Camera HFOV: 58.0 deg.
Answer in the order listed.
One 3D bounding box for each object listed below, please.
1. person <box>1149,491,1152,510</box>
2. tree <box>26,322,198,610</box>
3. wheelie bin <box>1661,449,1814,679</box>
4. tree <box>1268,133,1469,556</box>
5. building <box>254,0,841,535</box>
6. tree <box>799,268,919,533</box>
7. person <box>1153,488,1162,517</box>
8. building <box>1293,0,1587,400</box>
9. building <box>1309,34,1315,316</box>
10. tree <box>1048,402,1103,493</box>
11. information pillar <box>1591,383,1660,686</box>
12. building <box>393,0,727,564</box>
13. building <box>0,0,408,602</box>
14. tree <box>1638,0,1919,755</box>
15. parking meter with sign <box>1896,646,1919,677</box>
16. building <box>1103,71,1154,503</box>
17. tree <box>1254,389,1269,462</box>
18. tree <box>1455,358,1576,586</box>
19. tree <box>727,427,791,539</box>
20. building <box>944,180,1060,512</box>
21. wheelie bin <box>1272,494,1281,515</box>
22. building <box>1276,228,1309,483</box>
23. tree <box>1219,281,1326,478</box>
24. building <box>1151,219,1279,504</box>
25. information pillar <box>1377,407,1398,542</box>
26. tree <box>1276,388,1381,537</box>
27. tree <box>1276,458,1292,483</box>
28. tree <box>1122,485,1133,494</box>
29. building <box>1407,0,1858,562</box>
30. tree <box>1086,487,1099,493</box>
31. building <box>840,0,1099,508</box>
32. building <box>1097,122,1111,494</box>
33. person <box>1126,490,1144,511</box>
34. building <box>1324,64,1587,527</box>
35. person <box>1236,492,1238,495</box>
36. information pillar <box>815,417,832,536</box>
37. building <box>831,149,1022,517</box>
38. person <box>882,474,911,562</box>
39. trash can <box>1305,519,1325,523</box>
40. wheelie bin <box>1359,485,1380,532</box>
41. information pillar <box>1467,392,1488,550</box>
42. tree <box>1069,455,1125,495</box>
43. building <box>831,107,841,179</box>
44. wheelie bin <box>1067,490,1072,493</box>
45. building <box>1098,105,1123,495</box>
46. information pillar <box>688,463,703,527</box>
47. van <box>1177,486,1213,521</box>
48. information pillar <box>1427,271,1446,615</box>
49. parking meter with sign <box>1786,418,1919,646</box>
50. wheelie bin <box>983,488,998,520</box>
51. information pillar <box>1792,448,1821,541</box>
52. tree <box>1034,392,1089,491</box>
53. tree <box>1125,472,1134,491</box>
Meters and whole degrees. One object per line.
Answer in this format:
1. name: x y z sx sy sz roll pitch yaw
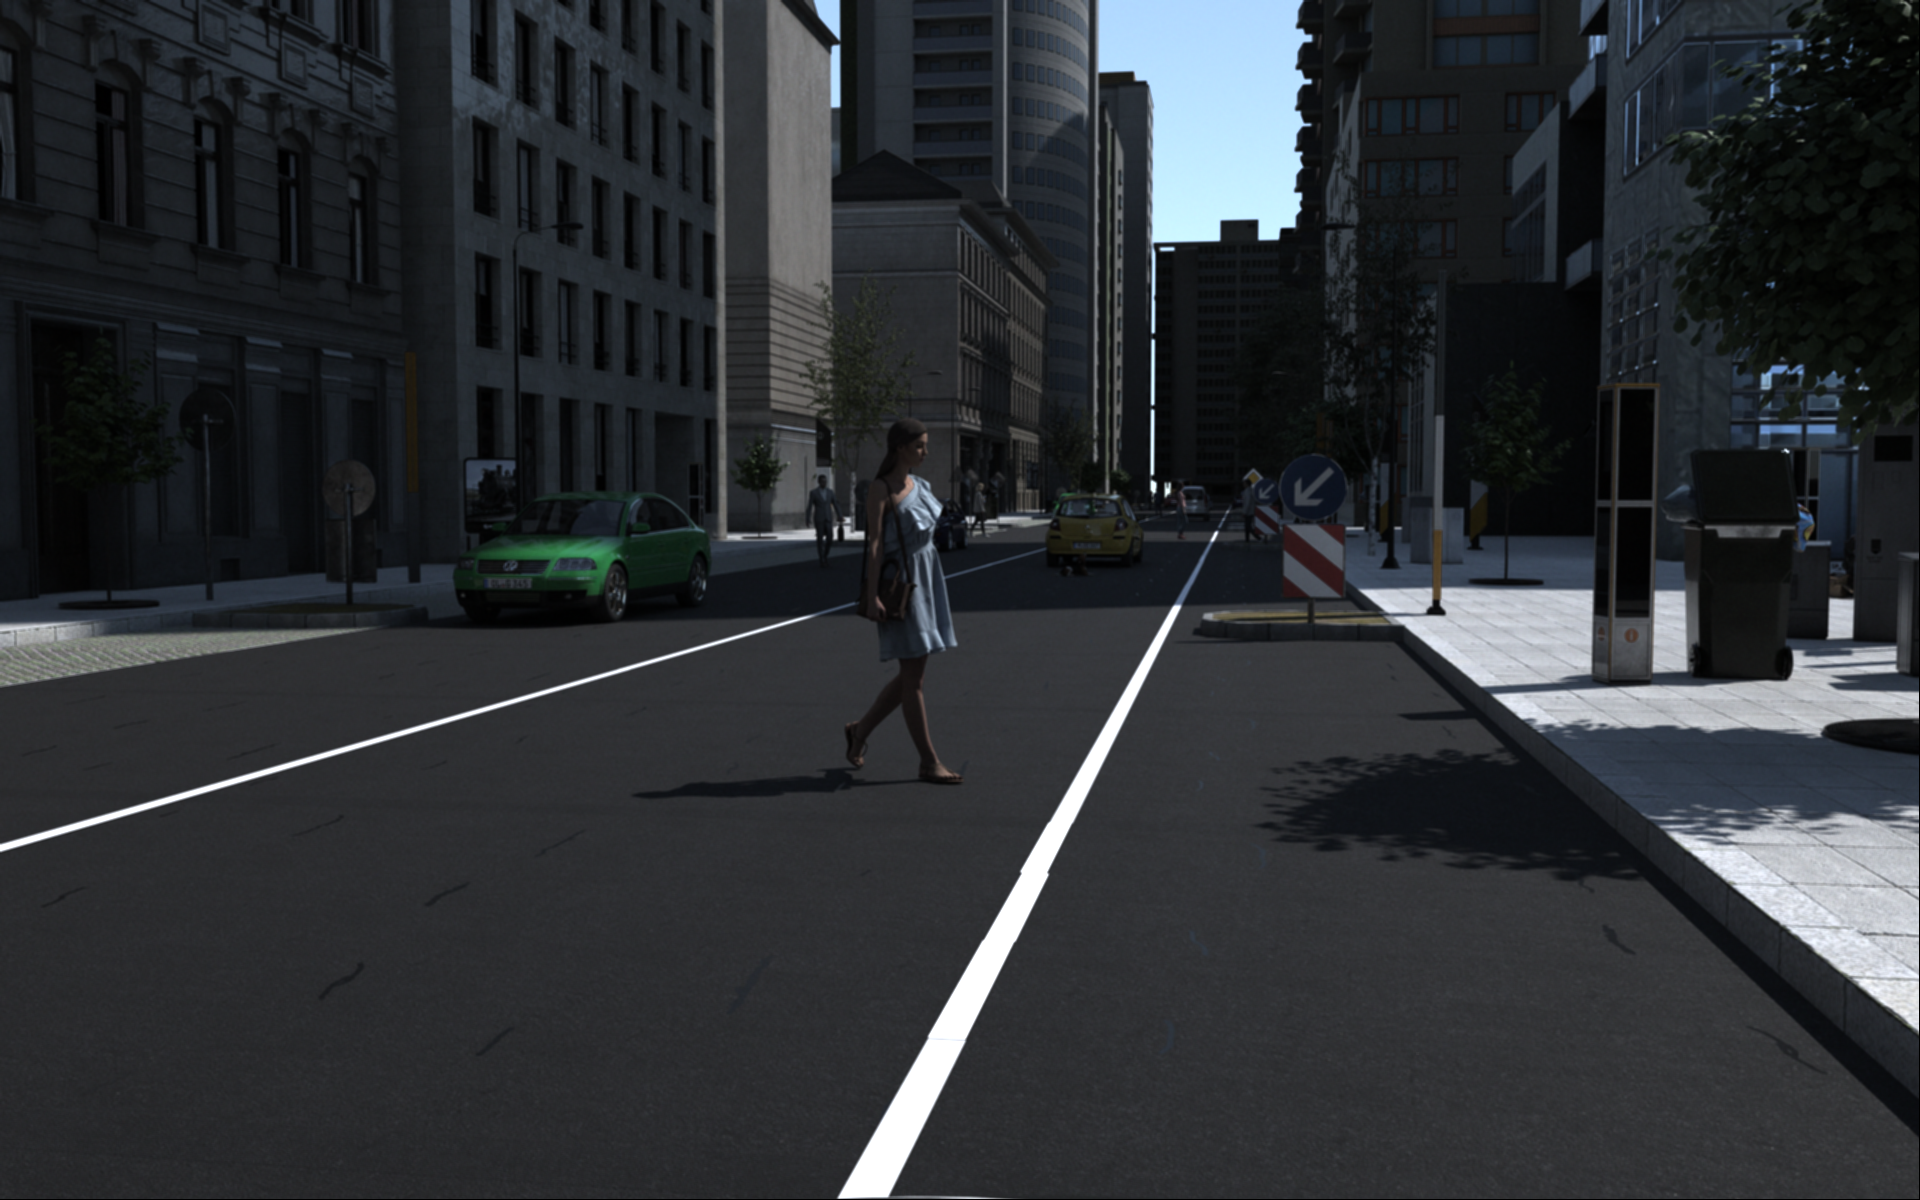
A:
1. person: 17.131 -8.936 155.527 0.530 1.710 0.541 2 4 33
2. tree: -9.705 -1.520 19.447 1.663 3.219 1.824 0 3 0
3. wheelie bin: 5.451 -0.264 12.224 0.980 1.594 0.693 1 4 11
4. tree: 8.617 -5.248 36.167 4.360 8.622 3.978 0 3 0
5. building: -14.337 -13.095 63.260 18.267 20.994 9.793 1 4 9
6. tree: -3.495 -6.547 57.413 4.737 8.622 4.395 0 3 0
7. person: 12.656 -6.236 110.633 0.721 1.800 0.419 0 4 -2
8. building: 34.953 -28.582 121.938 22.147 44.769 28.867 1 4 9
9. building: 42.626 -44.646 168.208 20.563 71.187 20.611 1 4 9
10. tree: 9.206 -11.465 137.814 4.737 8.622 4.395 0 3 0
11. information pillar: 4.485 -0.440 11.685 0.304 2.012 0.304 0 4 -2
12. building: -12.943 -11.342 40.201 10.420 20.320 16.860 1 4 9
13. building: -15.805 -10.587 22.243 9.793 20.994 18.267 1 4 9
14. tree: 5.265 -1.530 8.733 4.285 4.588 4.351 0 3 0
15. parking meter with sign: 7.532 -0.962 11.996 1.738 3.016 0.543 1 4 13
16. building: 13.084 -43.093 246.573 28.212 58.520 21.231 1 4 9
17. tree: 15.945 -8.061 82.158 4.360 8.622 3.978 0 3 0
18. tree: 7.950 -1.842 24.717 1.663 3.219 1.824 0 3 0
19. tree: -5.815 -3.375 49.785 1.663 3.219 1.824 0 3 0
20. building: -1.805 -18.394 134.021 16.112 22.955 30.059 1 4 9
21. wheelie bin: 19.877 -6.160 108.626 0.693 1.594 0.980 1 4 22
22. building: 41.563 -25.477 188.243 14.160 30.474 14.107 1 4 9
23. tree: 20.605 -12.113 104.699 9.857 13.997 8.962 0 3 0
24. building: 39.779 -34.022 248.141 23.993 40.220 32.217 1 4 9
25. information pillar: 11.391 -3.347 46.073 0.183 3.616 0.504 -3 4 -37
26. tree: 11.271 -4.196 52.322 4.285 4.588 4.351 0 3 0
27. tree: 17.756 -5.992 92.574 1.663 3.219 1.824 0 3 0
28. tree: 19.730 -12.848 204.670 1.663 3.219 1.824 0 3 0
29. building: 25.022 -44.738 44.131 22.319 86.520 31.000 1 4 9
30. tree: 12.158 -10.012 158.294 1.663 3.219 1.824 0 3 0
31. building: 1.574 -38.130 165.424 21.231 58.520 28.212 1 4 9
32. building: 8.613 -30.741 186.213 14.154 41.232 14.086 1 4 9
33. person: 14.617 -8.367 145.514 1.509 1.804 0.699 2 4 26
34. building: 32.818 -14.532 82.636 28.899 21.520 27.650 1 4 9
35. person: 35.161 -12.868 219.443 0.434 1.755 0.990 1 4 12
36. information pillar: -4.170 -3.764 52.894 0.504 3.616 0.183 1 4 19
37. building: -4.221 -15.163 98.821 10.553 20.767 40.483 1 4 9
38. person: -1.014 -1.401 31.501 0.778 1.811 0.616 -1 4 -15
39. trash can: 11.279 -2.652 55.018 0.748 1.137 0.748 0 3 0
40. wheelie bin: 13.999 -3.108 58.719 0.980 1.594 0.693 0 4 1
41. information pillar: 11.914 -2.960 39.750 0.183 3.616 0.504 -2 4 -26
42. tree: 10.692 -9.885 145.332 4.285 4.588 4.351 0 3 0
43. building: -16.911 -36.598 217.982 30.456 49.044 23.786 1 4 9
44. wheelie bin: 7.929 -7.261 126.630 0.693 1.594 0.980 1 4 20
45. building: 8.900 -36.139 214.579 21.600 48.544 21.300 1 4 9
46. information pillar: -6.232 -2.223 40.840 0.304 2.012 0.304 0 4 4
47. van: 12.663 -5.310 93.826 2.013 2.044 4.112 1 4 10
48. information pillar: 5.102 -1.658 18.463 0.183 3.616 0.504 1 4 13
49. parking meter with sign: 8.164 -1.149 15.050 1.738 3.016 0.543 2 4 26
50. wheelie bin: 1.562 -4.842 87.081 0.693 1.594 0.980 3 4 37
51. information pillar: 13.553 -1.425 27.790 0.304 2.012 0.304 -2 4 -26
52. tree: 7.377 -10.636 124.268 4.360 8.622 3.978 0 3 0
53. tree: 18.148 -13.136 198.480 4.285 4.588 4.351 0 3 0
